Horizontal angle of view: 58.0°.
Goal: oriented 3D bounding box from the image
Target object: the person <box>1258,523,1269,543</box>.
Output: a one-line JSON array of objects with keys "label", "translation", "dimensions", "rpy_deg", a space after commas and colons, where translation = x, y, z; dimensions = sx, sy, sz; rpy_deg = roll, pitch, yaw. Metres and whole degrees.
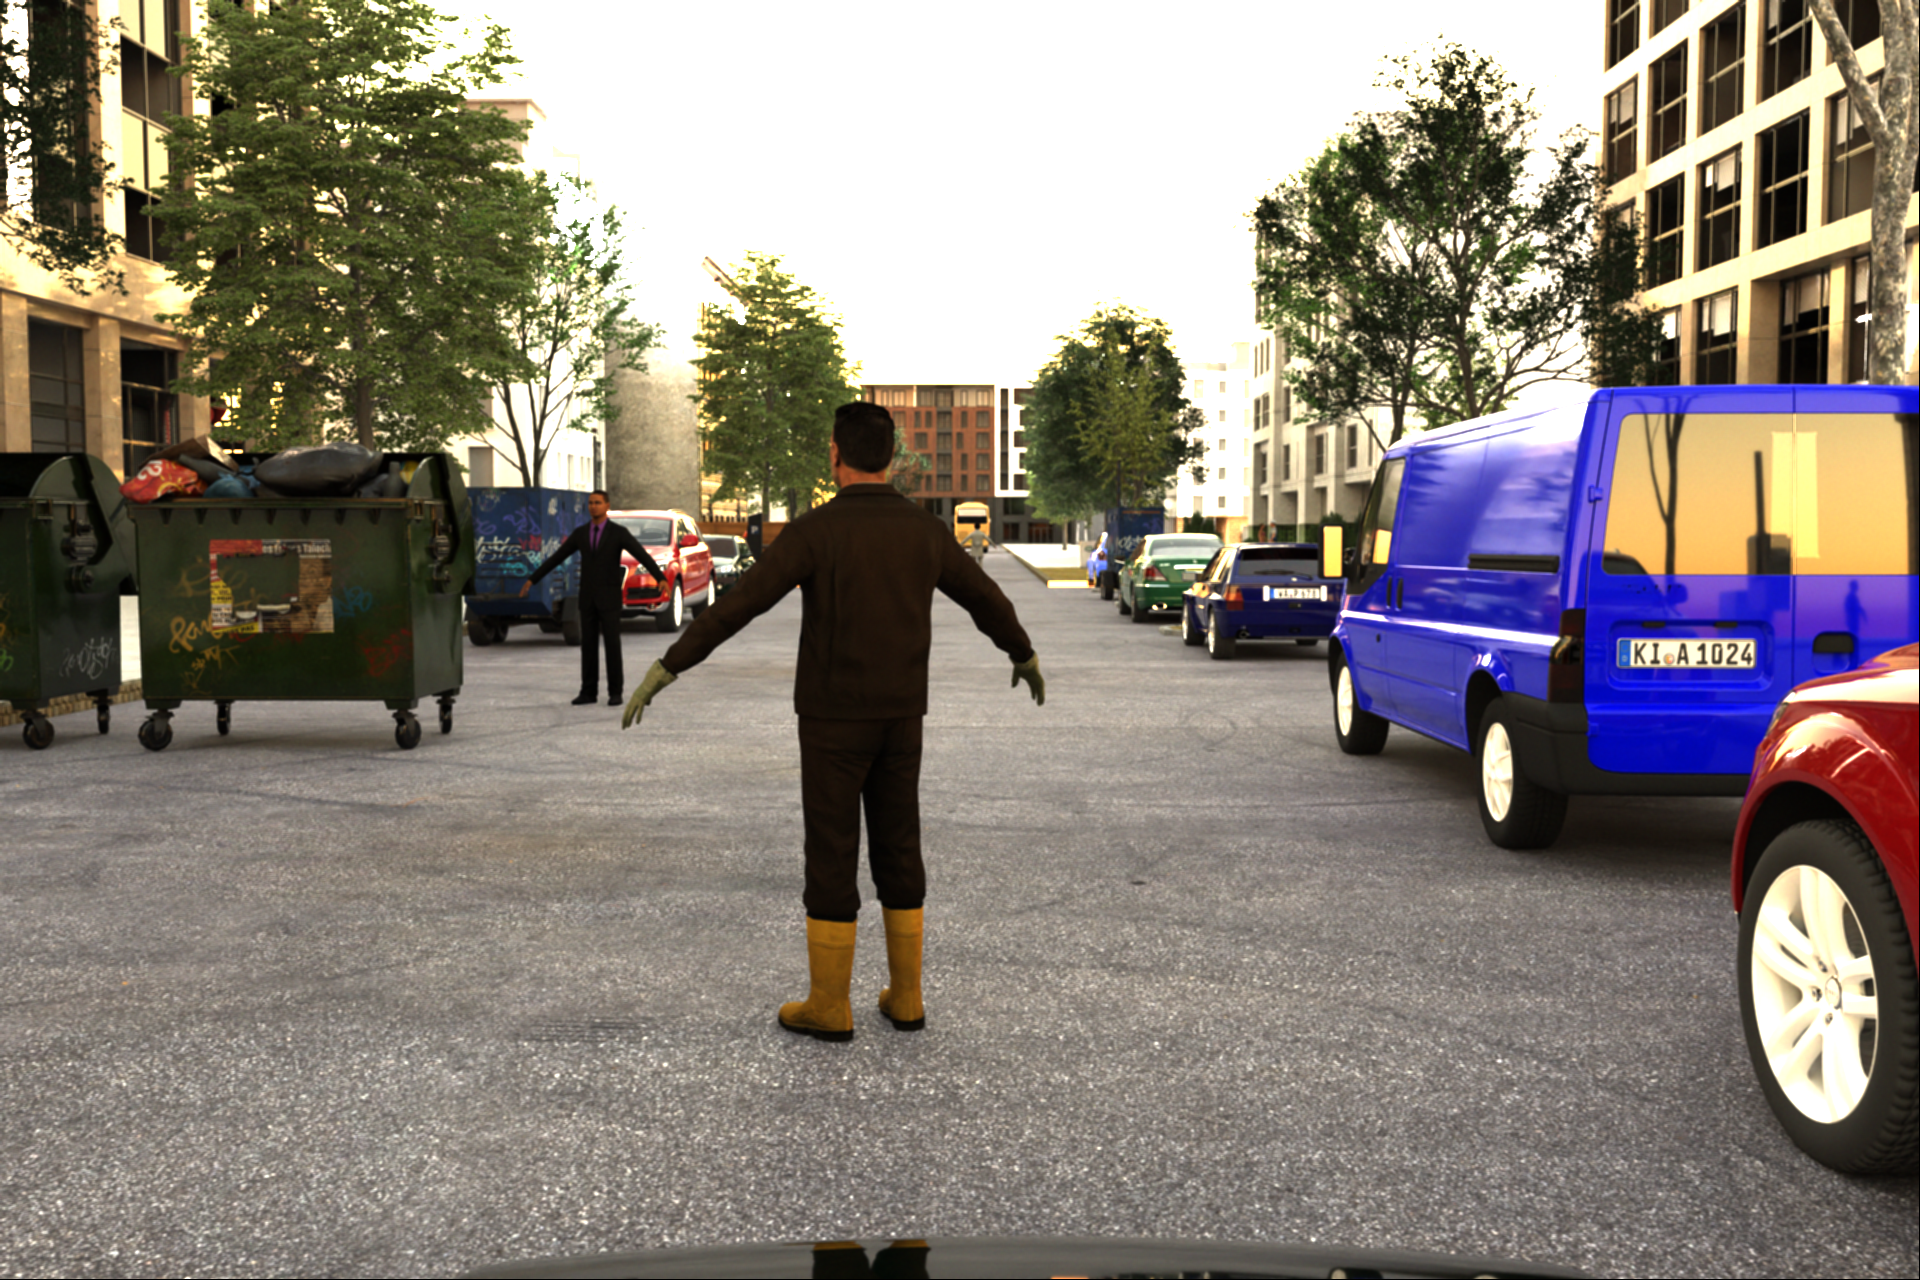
[{"label": "person", "translation": [12.870, -4.070, 73.344], "dimensions": [0.721, 1.733, 1.217], "rpy_deg": [2, 4, 26]}]

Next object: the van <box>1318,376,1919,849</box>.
[{"label": "van", "translation": [3.398, -0.314, 9.515], "dimensions": [2.240, 2.365, 5.245], "rpy_deg": [0, 4, 1]}]

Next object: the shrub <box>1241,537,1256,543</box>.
[{"label": "shrub", "translation": [10.430, -3.142, 62.481], "dimensions": [1.383, 1.207, 1.383], "rpy_deg": [0, 3, 0]}]

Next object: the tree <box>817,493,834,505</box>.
[{"label": "tree", "translation": [-18.243, -17.776, 240.992], "dimensions": [4.360, 8.622, 3.978], "rpy_deg": [0, 3, 0]}]

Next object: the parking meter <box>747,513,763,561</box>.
[{"label": "parking meter", "translation": [-5.588, -2.535, 47.159], "dimensions": [0.399, 1.863, 0.255], "rpy_deg": [0, 4, 1]}]

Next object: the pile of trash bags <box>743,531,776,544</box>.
[{"label": "pile of trash bags", "translation": [-5.844, -2.476, 50.236], "dimensions": [1.912, 1.369, 3.447], "rpy_deg": [0, 4, 1]}]

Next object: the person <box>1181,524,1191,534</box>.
[{"label": "person", "translation": [10.869, -4.658, 82.291], "dimensions": [1.348, 1.813, 0.705], "rpy_deg": [-2, 4, -23]}]

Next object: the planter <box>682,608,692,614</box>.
[{"label": "planter", "translation": [-5.681, -0.669, 32.071], "dimensions": [1.991, 0.319, 1.994], "rpy_deg": [0, 4, 2]}]

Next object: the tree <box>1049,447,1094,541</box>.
[{"label": "tree", "translation": [7.929, -9.518, 105.990], "dimensions": [4.360, 8.622, 3.978], "rpy_deg": [0, 3, 0]}]

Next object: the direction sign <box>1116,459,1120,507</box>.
[{"label": "direction sign", "translation": [4.843, -3.731, 52.996], "dimensions": [0.379, 3.537, 0.876], "rpy_deg": [0, 4, 0]}]

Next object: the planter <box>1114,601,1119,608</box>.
[{"label": "planter", "translation": [4.066, -0.800, 34.226], "dimensions": [1.991, 0.319, 1.994], "rpy_deg": [0, 4, 2]}]

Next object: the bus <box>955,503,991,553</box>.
[{"label": "bus", "translation": [0.972, -8.753, 134.656], "dimensions": [2.896, 3.916, 12.252], "rpy_deg": [0, 4, 1]}]

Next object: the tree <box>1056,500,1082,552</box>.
[{"label": "tree", "translation": [8.396, -10.600, 123.672], "dimensions": [4.360, 8.622, 3.978], "rpy_deg": [0, 3, 0]}]

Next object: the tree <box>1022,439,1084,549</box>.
[{"label": "tree", "translation": [9.014, -14.239, 150.935], "dimensions": [7.486, 12.596, 7.792], "rpy_deg": [0, 3, 0]}]

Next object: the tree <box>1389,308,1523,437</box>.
[{"label": "tree", "translation": [16.035, -6.423, 55.383], "dimensions": [4.737, 8.622, 4.395], "rpy_deg": [0, 3, 0]}]

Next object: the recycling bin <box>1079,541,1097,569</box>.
[{"label": "recycling bin", "translation": [4.840, -3.188, 64.679], "dimensions": [0.722, 1.027, 0.722], "rpy_deg": [0, 3, 0]}]

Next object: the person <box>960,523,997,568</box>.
[{"label": "person", "translation": [0.566, -2.984, 57.439], "dimensions": [1.347, 1.806, 0.705], "rpy_deg": [0, 4, -7]}]

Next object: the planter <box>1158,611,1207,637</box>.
[{"label": "planter", "translation": [3.888, -0.231, 24.910], "dimensions": [1.991, 0.319, 1.994], "rpy_deg": [0, 4, 0]}]

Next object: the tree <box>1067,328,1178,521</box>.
[{"label": "tree", "translation": [5.892, -6.775, 61.126], "dimensions": [4.737, 8.622, 4.395], "rpy_deg": [0, 3, 0]}]

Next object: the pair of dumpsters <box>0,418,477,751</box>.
[{"label": "pair of dumpsters", "translation": [-5.705, -0.423, 11.873], "dimensions": [4.436, 2.255, 1.574], "rpy_deg": [0, 4, 1]}]

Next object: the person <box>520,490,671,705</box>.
[{"label": "person", "translation": [-3.041, -0.361, 14.578], "dimensions": [1.346, 1.802, 0.704], "rpy_deg": [1, 4, 12]}]

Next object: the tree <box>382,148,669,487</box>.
[{"label": "tree", "translation": [-11.611, -7.392, 46.621], "dimensions": [9.928, 11.665, 9.643], "rpy_deg": [0, 3, 0]}]

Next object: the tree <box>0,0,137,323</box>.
[{"label": "tree", "translation": [-11.799, -5.077, 17.424], "dimensions": [8.767, 10.594, 7.601], "rpy_deg": [2, 4, 24]}]

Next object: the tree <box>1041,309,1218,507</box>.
[{"label": "tree", "translation": [7.314, -8.429, 72.230], "dimensions": [7.601, 10.594, 8.767], "rpy_deg": [2, 4, 24]}]

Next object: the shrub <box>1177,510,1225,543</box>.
[{"label": "shrub", "translation": [7.259, -2.952, 52.689], "dimensions": [1.690, 2.028, 1.600], "rpy_deg": [0, 3, 0]}]

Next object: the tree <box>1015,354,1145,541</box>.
[{"label": "tree", "translation": [8.547, -12.811, 116.109], "dimensions": [9.857, 13.997, 8.962], "rpy_deg": [0, 3, 0]}]

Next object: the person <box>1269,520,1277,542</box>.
[{"label": "person", "translation": [12.422, -3.853, 68.846], "dimensions": [0.705, 1.847, 1.347], "rpy_deg": [1, 4, 12]}]

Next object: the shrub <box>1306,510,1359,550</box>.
[{"label": "shrub", "translation": [11.509, -2.993, 53.361], "dimensions": [1.690, 2.028, 1.600], "rpy_deg": [0, 3, 0]}]

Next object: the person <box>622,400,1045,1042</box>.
[{"label": "person", "translation": [-0.295, 0.220, 4.999], "dimensions": [1.346, 1.812, 0.704], "rpy_deg": [-2, 4, -29]}]

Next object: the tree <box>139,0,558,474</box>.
[{"label": "tree", "translation": [-11.168, -6.962, 31.962], "dimensions": [7.486, 12.596, 7.792], "rpy_deg": [0, 3, 0]}]

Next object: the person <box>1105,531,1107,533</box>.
[{"label": "person", "translation": [6.462, -4.035, 75.239], "dimensions": [0.599, 1.433, 0.991], "rpy_deg": [3, 4, 36]}]

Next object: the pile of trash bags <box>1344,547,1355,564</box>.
[{"label": "pile of trash bags", "translation": [7.732, -1.303, 31.057], "dimensions": [1.912, 1.369, 3.447], "rpy_deg": [0, 4, 1]}]
